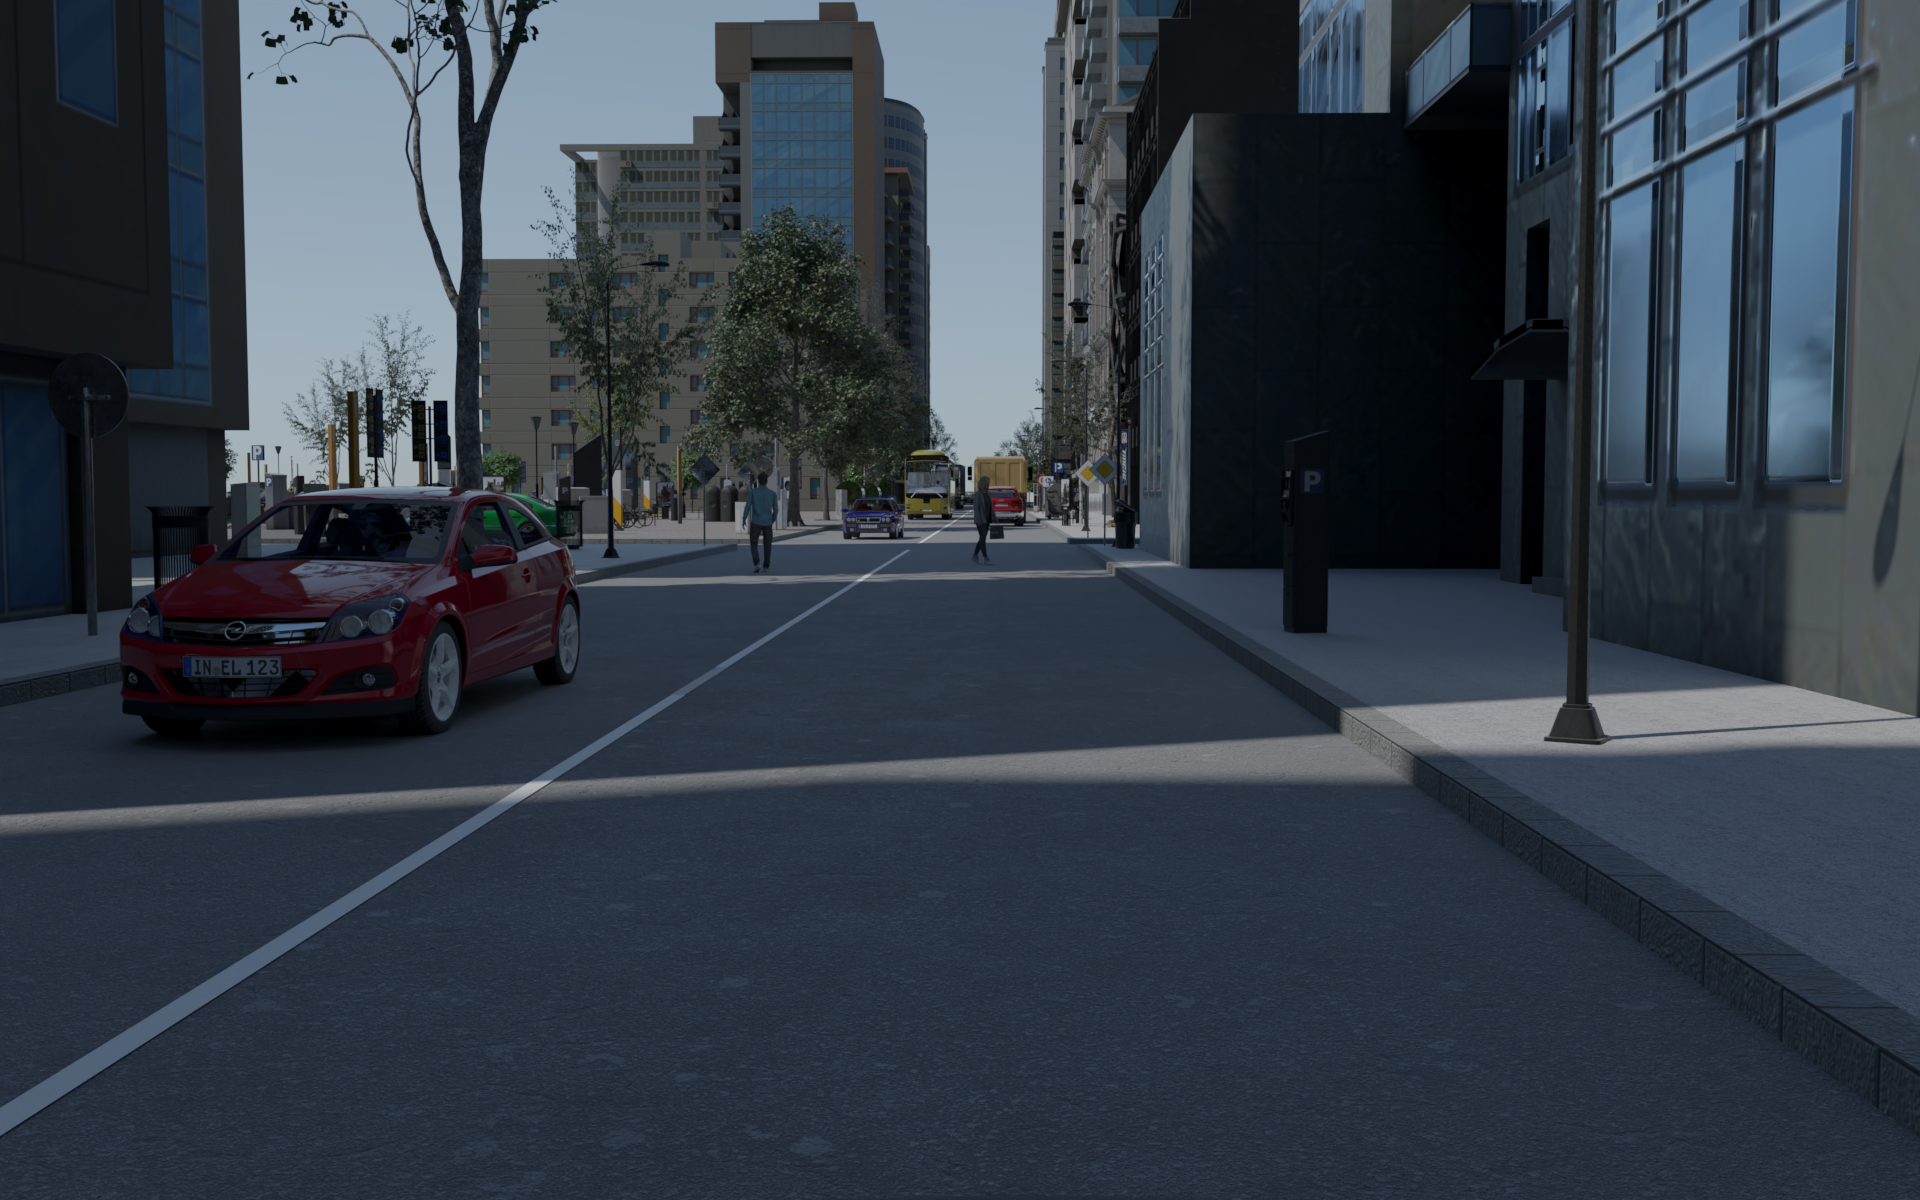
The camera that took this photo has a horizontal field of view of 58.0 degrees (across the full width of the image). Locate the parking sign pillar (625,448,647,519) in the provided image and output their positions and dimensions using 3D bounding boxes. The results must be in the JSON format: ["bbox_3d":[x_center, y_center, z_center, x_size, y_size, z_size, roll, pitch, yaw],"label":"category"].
[{"bbox_3d":[-16.968,-6.184,89.576,1.447,3.967,1.447,0,4,-1],"label":"parking sign pillar"}]

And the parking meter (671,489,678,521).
[{"bbox_3d":[-13.674,-4.563,83.014,0.372,1.533,0.369,0,3,0],"label":"parking meter"}]

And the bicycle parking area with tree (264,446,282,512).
[{"bbox_3d":[-41.298,-6.962,100.825,9.016,4.147,8.231,2,4,31],"label":"bicycle parking area with tree"}]

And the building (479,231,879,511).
[{"bbox_3d":[-21.420,-18.142,141.659,27.650,21.520,28.899,0,4,1],"label":"building"}]

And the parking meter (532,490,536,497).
[{"bbox_3d":[-27.883,-6.432,113.568,0.372,1.533,0.369,0,3,0],"label":"parking meter"}]

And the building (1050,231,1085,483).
[{"bbox_3d":[16.986,-25.688,191.704,14.160,30.474,14.107,0,4,1],"label":"building"}]

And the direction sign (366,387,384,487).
[{"bbox_3d":[-12.573,-2.770,37.289,0.379,3.537,0.876,0,4,3],"label":"direction sign"}]

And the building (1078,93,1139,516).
[{"bbox_3d":[15.109,-19.914,112.982,14.401,28.519,23.554,0,4,1],"label":"building"}]

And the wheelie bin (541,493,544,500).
[{"bbox_3d":[-29.250,-7.037,122.956,0.980,1.594,0.693,-1,4,-17],"label":"wheelie bin"}]

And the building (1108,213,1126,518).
[{"bbox_3d":[16.380,-13.801,93.103,16.820,18.784,16.811,0,4,1],"label":"building"}]

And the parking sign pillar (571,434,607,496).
[{"bbox_3d":[-16.706,-5.444,77.475,1.447,3.967,1.447,-2,4,-30],"label":"parking sign pillar"}]

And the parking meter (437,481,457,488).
[{"bbox_3d":[-10.094,-1.572,34.116,0.372,1.533,0.369,0,3,0],"label":"parking meter"}]

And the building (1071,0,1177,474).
[{"bbox_3d":[21.335,-31.860,140.516,23.786,49.044,30.456,0,4,1],"label":"building"}]

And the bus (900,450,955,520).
[{"bbox_3d":[-1.694,-6.630,99.944,2.896,3.916,12.252,0,4,1],"label":"bus"}]

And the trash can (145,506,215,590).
[{"bbox_3d":[-9.179,-0.536,20.417,0.748,1.137,0.748,0,3,0],"label":"trash can"}]

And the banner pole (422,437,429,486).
[{"bbox_3d":[-23.052,-5.198,75.000,0.401,3.779,0.863,1,4,16],"label":"banner pole"}]

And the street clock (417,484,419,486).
[{"bbox_3d":[-36.981,-6.982,118.726,0.471,2.002,0.358,1,4,20],"label":"street clock"}]

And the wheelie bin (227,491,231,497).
[{"bbox_3d":[-49.090,-6.662,116.826,0.693,1.594,0.980,-3,4,-37],"label":"wheelie bin"}]

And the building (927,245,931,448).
[{"bbox_3d":[-12.001,-36.297,277.045,14.154,41.232,14.086,0,4,1],"label":"building"}]

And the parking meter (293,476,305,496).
[{"bbox_3d":[-20.874,-2.998,54.728,0.255,1.863,0.399,-3,4,-38],"label":"parking meter"}]

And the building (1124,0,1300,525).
[{"bbox_3d":[13.546,-14.768,71.142,12.332,23.373,15.834,0,4,1],"label":"building"}]

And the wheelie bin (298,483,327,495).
[{"bbox_3d":[-19.207,-2.667,51.506,0.980,1.594,0.693,-2,4,-26],"label":"wheelie bin"}]

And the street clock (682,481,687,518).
[{"bbox_3d":[-14.850,-5.406,92.954,0.358,2.002,0.471,-3,5,-42],"label":"street clock"}]

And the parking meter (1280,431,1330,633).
[{"bbox_3d":[3.191,-0.631,16.031,0.399,1.863,0.255,-1,4,-10],"label":"parking meter"}]

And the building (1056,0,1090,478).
[{"bbox_3d":[24.109,-35.476,169.271,28.713,52.752,27.495,0,4,1],"label":"building"}]

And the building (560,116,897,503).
[{"bbox_3d":[-23.194,-30.000,182.373,32.217,40.220,23.993,0,4,1],"label":"building"}]

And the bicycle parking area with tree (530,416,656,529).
[{"bbox_3d":[-15.667,-4.868,66.587,9.016,4.147,8.231,1,4,16],"label":"bicycle parking area with tree"}]

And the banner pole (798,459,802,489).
[{"bbox_3d":[-10.028,-7.158,107.050,0.401,3.779,0.863,2,4,34],"label":"banner pole"}]

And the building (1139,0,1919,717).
[{"bbox_3d":[14.986,-43.376,21.865,22.319,86.520,31.000,0,4,1],"label":"building"}]

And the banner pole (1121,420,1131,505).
[{"bbox_3d":[5.632,-4.200,58.684,0.401,3.779,0.863,-1,4,-21],"label":"banner pole"}]

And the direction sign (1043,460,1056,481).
[{"bbox_3d":[5.962,-7.550,115.439,0.876,3.537,0.379,-1,4,-22],"label":"direction sign"}]

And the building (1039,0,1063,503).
[{"bbox_3d":[21.720,-49.631,249.717,20.563,71.187,20.611,0,4,1],"label":"building"}]

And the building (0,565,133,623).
[{"bbox_3d":[-16.005,-22.108,11.570,14.600,45.320,14.200,0,4,1],"label":"building"}]

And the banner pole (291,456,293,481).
[{"bbox_3d":[-43.764,-7.557,113.577,0.401,3.779,0.863,-2,4,-28],"label":"banner pole"}]

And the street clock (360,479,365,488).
[{"bbox_3d":[-27.442,-4.578,79.415,0.358,2.002,0.471,-1,4,-9],"label":"street clock"}]

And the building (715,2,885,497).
[{"bbox_3d":[-14.421,-31.349,162.670,14.600,45.320,14.200,0,4,1],"label":"building"}]

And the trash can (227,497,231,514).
[{"bbox_3d":[-32.168,-3.974,76.627,0.748,1.137,0.748,0,3,0],"label":"trash can"}]

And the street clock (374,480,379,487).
[{"bbox_3d":[-29.536,-5.083,87.673,0.358,2.002,0.471,-1,4,-15],"label":"street clock"}]

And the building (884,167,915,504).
[{"bbox_3d":[-17.286,-34.998,226.841,22.147,44.769,28.867,0,4,1],"label":"building"}]

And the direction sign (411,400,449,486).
[{"bbox_3d":[-12.796,-3.051,41.876,0.876,3.537,0.379,0,4,0],"label":"direction sign"}]

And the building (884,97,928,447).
[{"bbox_3d":[-15.851,-43.630,255.346,21.231,58.520,28.212,0,4,1],"label":"building"}]

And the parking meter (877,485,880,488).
[{"bbox_3d":[-5.119,-6.189,106.896,0.255,1.863,0.399,3,4,38],"label":"parking meter"}]

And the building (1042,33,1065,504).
[{"bbox_3d":[21.231,-41.819,225.743,21.231,58.520,28.212,0,4,1],"label":"building"}]

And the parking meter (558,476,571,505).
[{"bbox_3d":[-12.634,-3.034,55.311,0.399,1.863,0.255,-1,4,-17],"label":"parking meter"}]

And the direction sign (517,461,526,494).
[{"bbox_3d":[-30.370,-7.807,119.634,0.876,3.537,0.379,1,4,15],"label":"direction sign"}]

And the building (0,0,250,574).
[{"bbox_3d":[-23.157,-23.286,30.841,14.200,45.320,14.600,0,4,1],"label":"building"}]

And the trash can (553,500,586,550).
[{"bbox_3d":[-9.065,-1.745,40.191,0.748,1.137,0.748,0,3,0],"label":"trash can"}]

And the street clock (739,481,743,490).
[{"bbox_3d":[-12.369,-5.705,97.847,0.358,2.002,0.471,-1,4,-9],"label":"street clock"}]
